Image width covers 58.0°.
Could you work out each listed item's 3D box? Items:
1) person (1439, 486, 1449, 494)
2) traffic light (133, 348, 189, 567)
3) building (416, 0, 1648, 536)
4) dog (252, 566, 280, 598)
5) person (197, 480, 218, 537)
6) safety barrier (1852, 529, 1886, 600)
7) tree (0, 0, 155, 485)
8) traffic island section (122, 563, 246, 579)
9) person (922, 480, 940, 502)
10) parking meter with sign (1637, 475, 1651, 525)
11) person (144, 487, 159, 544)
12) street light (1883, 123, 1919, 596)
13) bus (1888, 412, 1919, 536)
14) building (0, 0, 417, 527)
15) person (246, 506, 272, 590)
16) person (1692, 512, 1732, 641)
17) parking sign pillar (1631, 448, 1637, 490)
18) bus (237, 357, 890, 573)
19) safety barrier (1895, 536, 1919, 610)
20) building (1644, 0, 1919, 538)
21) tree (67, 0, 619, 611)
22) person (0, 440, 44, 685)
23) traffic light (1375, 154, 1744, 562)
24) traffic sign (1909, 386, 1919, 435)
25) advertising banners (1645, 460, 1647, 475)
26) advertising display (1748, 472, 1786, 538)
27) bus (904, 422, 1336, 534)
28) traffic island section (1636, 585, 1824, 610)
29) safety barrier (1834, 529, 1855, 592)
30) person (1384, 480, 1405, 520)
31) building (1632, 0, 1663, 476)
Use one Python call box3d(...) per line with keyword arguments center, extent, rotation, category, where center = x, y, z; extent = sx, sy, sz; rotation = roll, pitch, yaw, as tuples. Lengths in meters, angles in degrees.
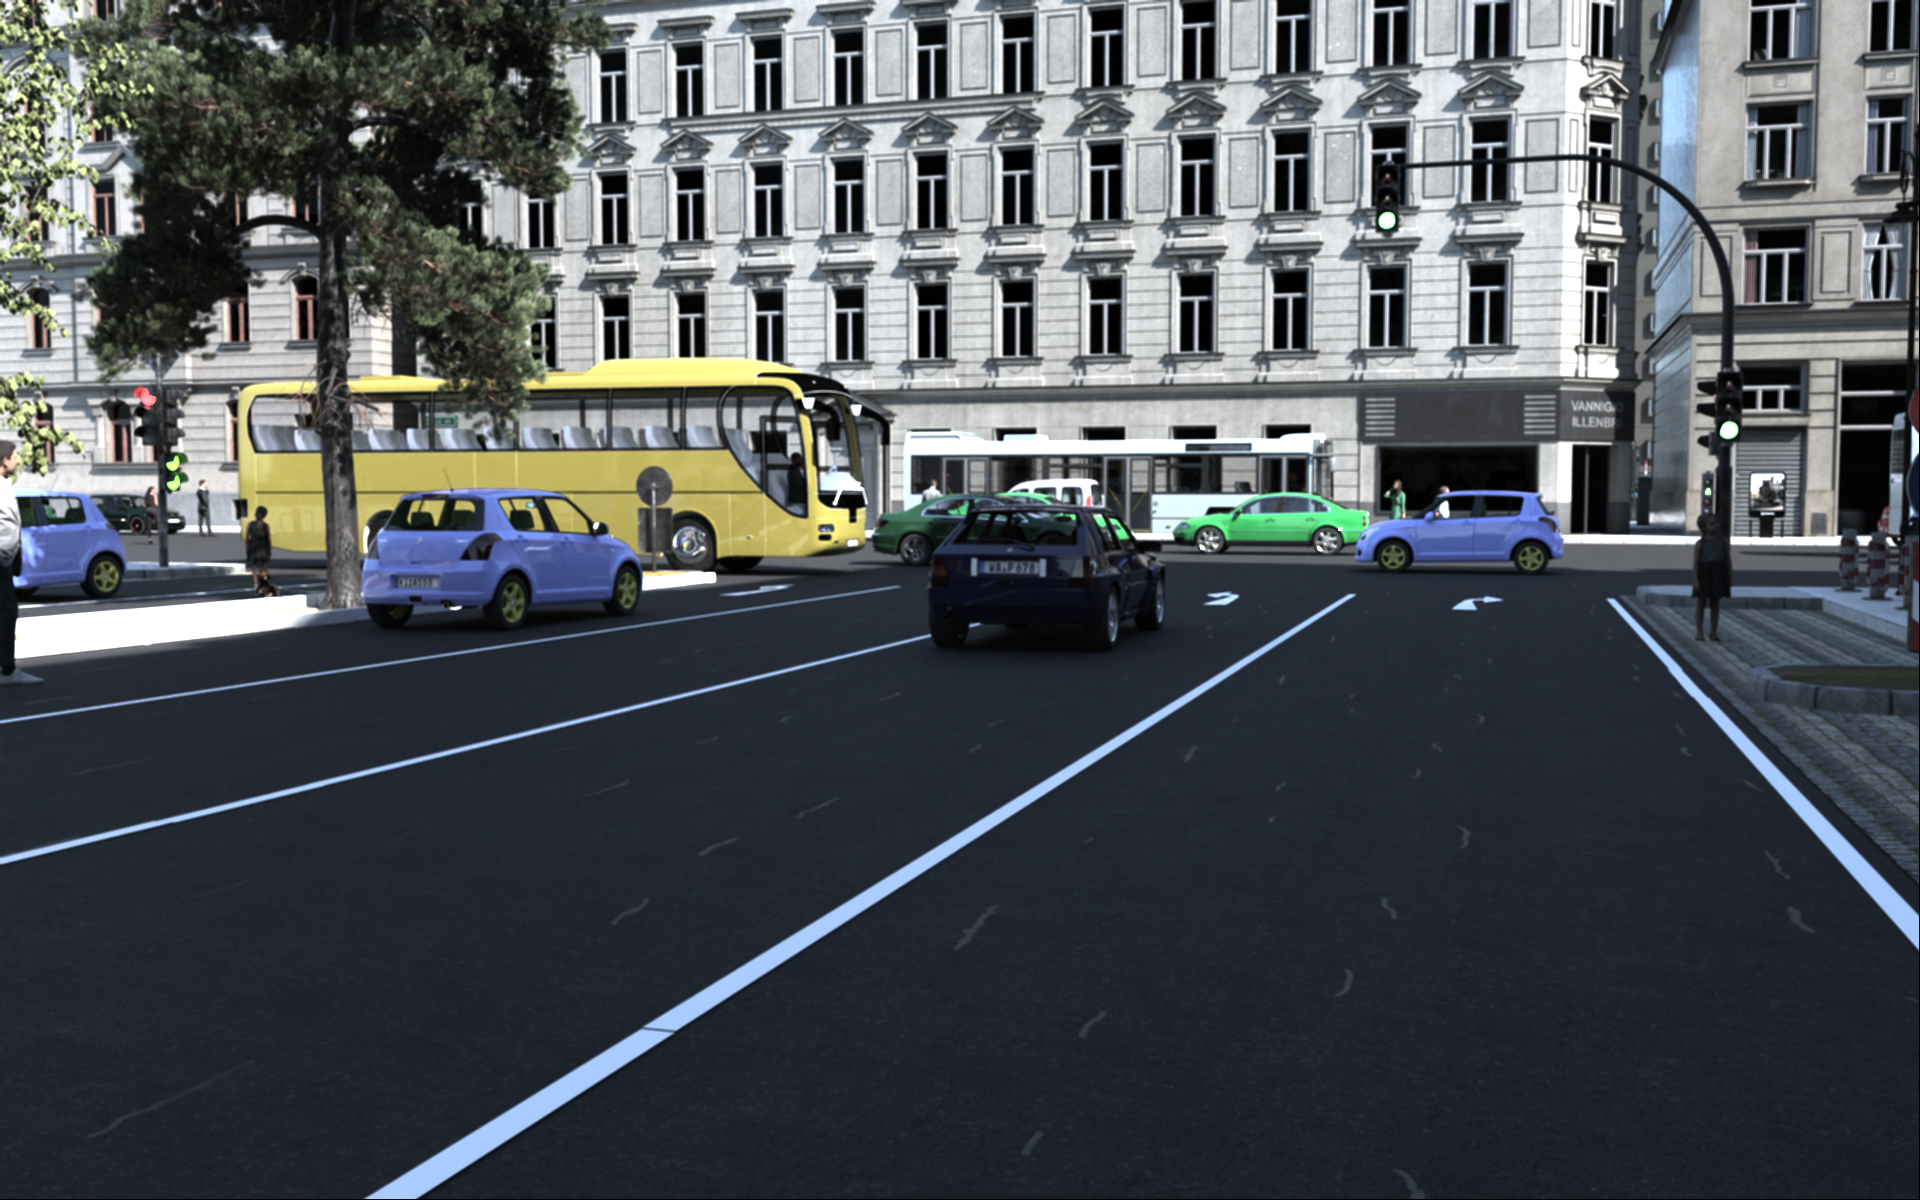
box3d(center=(10.778, -1.734, 38.655), extent=(0.330, 1.601, 0.589), rotation=(1, 4, 15), category="person")
box3d(center=(-14.006, -2.536, 30.380), extent=(0.839, 4.253, 0.868), rotation=(1, 4, 18), category="traffic light")
box3d(center=(2.407, -17.682, 65.509), extent=(44.131, 29.872, 17.030), rotation=(1, 4, 18), category="building")
box3d(center=(-9.819, -0.253, 24.322), extent=(0.550, 0.427, 0.748), rotation=(0, 4, 3), category="dog")
box3d(center=(-25.381, -3.083, 58.277), extent=(0.648, 1.900, 0.474), rotation=(3, 4, 36), category="person")
box3d(center=(11.122, -0.410, 20.980), extent=(0.300, 0.817, 1.120), rotation=(1, 4, 18), category="safety barrier")
box3d(center=(-9.222, -3.833, 15.487), extent=(4.737, 8.622, 4.395), rotation=(0, 3, 0), category="tree")
box3d(center=(-14.041, -0.504, 30.526), extent=(2.009, 0.180, 2.903), rotation=(1, 4, 18), category="traffic island section")
box3d(center=(-0.757, -2.267, 45.691), extent=(0.709, 1.813, 0.853), rotation=(2, 4, 24), category="person")
box3d(center=(28.170, -4.573, 71.027), extent=(1.738, 3.016, 0.543), rotation=(2, 4, 27), category="parking meter with sign")
box3d(center=(-22.923, -2.410, 49.365), extent=(0.593, 1.643, 0.415), rotation=(-2, 4, -26), category="person")
box3d(center=(11.947, -2.996, 21.767), extent=(0.468, 5.910, 1.993), rotation=(1, 4, 18), category="street light")
box3d(center=(27.543, -2.583, 37.085), extent=(13.247, 3.499, 2.948), rotation=(1, 4, 19), category="bus")
box3d(center=(-30.926, -17.549, 74.308), extent=(23.554, 28.519, 14.401), rotation=(1, 4, 18), category="building")
box3d(center=(-10.546, -0.787, 26.042), extent=(0.362, 1.253, 0.373), rotation=(-1, 4, -12), category="person")
box3d(center=(7.309, -0.223, 16.823), extent=(0.362, 1.253, 0.373), rotation=(1, 4, 11), category="person")
box3d(center=(38.664, -6.869, 100.773), extent=(1.447, 3.967, 1.447), rotation=(-1, 4, -19), category="parking sign pillar")
box3d(center=(-7.566, -2.506, 32.524), extent=(12.252, 3.916, 2.896), rotation=(1, 4, 16), category="bus")
box3d(center=(10.536, -0.298, 19.154), extent=(0.300, 0.817, 1.120), rotation=(1, 4, 18), category="safety barrier")
box3d(center=(37.651, -13.510, 54.166), extent=(30.059, 22.955, 16.112), rotation=(1, 4, 18), category="building")
box3d(center=(-7.658, -5.902, 21.006), extent=(6.751, 12.117, 7.091), rotation=(0, 3, 0), category="tree")
box3d(center=(-7.341, -0.286, 13.029), extent=(0.795, 1.843, 0.661), rotation=(-1, 4, -16), category="person")
box3d(center=(8.001, -2.972, 23.255), extent=(4.771, 5.953, 1.251), rotation=(1, 4, 18), category="traffic light")
box3d(center=(10.364, -1.107, 18.200), extent=(0.768, 2.556, 0.104), rotation=(1, 4, 19), category="traffic sign")
box3d(center=(35.697, -5.720, 89.715), extent=(0.090, 3.025, 2.074), rotation=(3, 4, 36), category="advertising banners")
box3d(center=(23.548, -2.772, 50.542), extent=(0.974, 1.923, 0.123), rotation=(1, 4, 17), category="advertising display")
box3d(center=(5.032, -3.406, 50.550), extent=(13.247, 3.499, 2.948), rotation=(1, 4, 17), category="bus")
box3d(center=(10.056, -0.035, 22.861), extent=(2.009, 0.180, 2.903), rotation=(1, 4, 18), category="traffic island section")
box3d(center=(11.708, -0.522, 22.810), extent=(0.300, 0.817, 1.120), rotation=(1, 4, 18), category="safety barrier")
box3d(center=(11.536, -2.258, 45.663), extent=(0.529, 1.795, 0.600), rotation=(-3, 5, -40), category="person")
box3d(center=(59.399, -30.992, 130.424), extent=(21.300, 48.544, 21.600), rotation=(1, 4, 18), category="building")
